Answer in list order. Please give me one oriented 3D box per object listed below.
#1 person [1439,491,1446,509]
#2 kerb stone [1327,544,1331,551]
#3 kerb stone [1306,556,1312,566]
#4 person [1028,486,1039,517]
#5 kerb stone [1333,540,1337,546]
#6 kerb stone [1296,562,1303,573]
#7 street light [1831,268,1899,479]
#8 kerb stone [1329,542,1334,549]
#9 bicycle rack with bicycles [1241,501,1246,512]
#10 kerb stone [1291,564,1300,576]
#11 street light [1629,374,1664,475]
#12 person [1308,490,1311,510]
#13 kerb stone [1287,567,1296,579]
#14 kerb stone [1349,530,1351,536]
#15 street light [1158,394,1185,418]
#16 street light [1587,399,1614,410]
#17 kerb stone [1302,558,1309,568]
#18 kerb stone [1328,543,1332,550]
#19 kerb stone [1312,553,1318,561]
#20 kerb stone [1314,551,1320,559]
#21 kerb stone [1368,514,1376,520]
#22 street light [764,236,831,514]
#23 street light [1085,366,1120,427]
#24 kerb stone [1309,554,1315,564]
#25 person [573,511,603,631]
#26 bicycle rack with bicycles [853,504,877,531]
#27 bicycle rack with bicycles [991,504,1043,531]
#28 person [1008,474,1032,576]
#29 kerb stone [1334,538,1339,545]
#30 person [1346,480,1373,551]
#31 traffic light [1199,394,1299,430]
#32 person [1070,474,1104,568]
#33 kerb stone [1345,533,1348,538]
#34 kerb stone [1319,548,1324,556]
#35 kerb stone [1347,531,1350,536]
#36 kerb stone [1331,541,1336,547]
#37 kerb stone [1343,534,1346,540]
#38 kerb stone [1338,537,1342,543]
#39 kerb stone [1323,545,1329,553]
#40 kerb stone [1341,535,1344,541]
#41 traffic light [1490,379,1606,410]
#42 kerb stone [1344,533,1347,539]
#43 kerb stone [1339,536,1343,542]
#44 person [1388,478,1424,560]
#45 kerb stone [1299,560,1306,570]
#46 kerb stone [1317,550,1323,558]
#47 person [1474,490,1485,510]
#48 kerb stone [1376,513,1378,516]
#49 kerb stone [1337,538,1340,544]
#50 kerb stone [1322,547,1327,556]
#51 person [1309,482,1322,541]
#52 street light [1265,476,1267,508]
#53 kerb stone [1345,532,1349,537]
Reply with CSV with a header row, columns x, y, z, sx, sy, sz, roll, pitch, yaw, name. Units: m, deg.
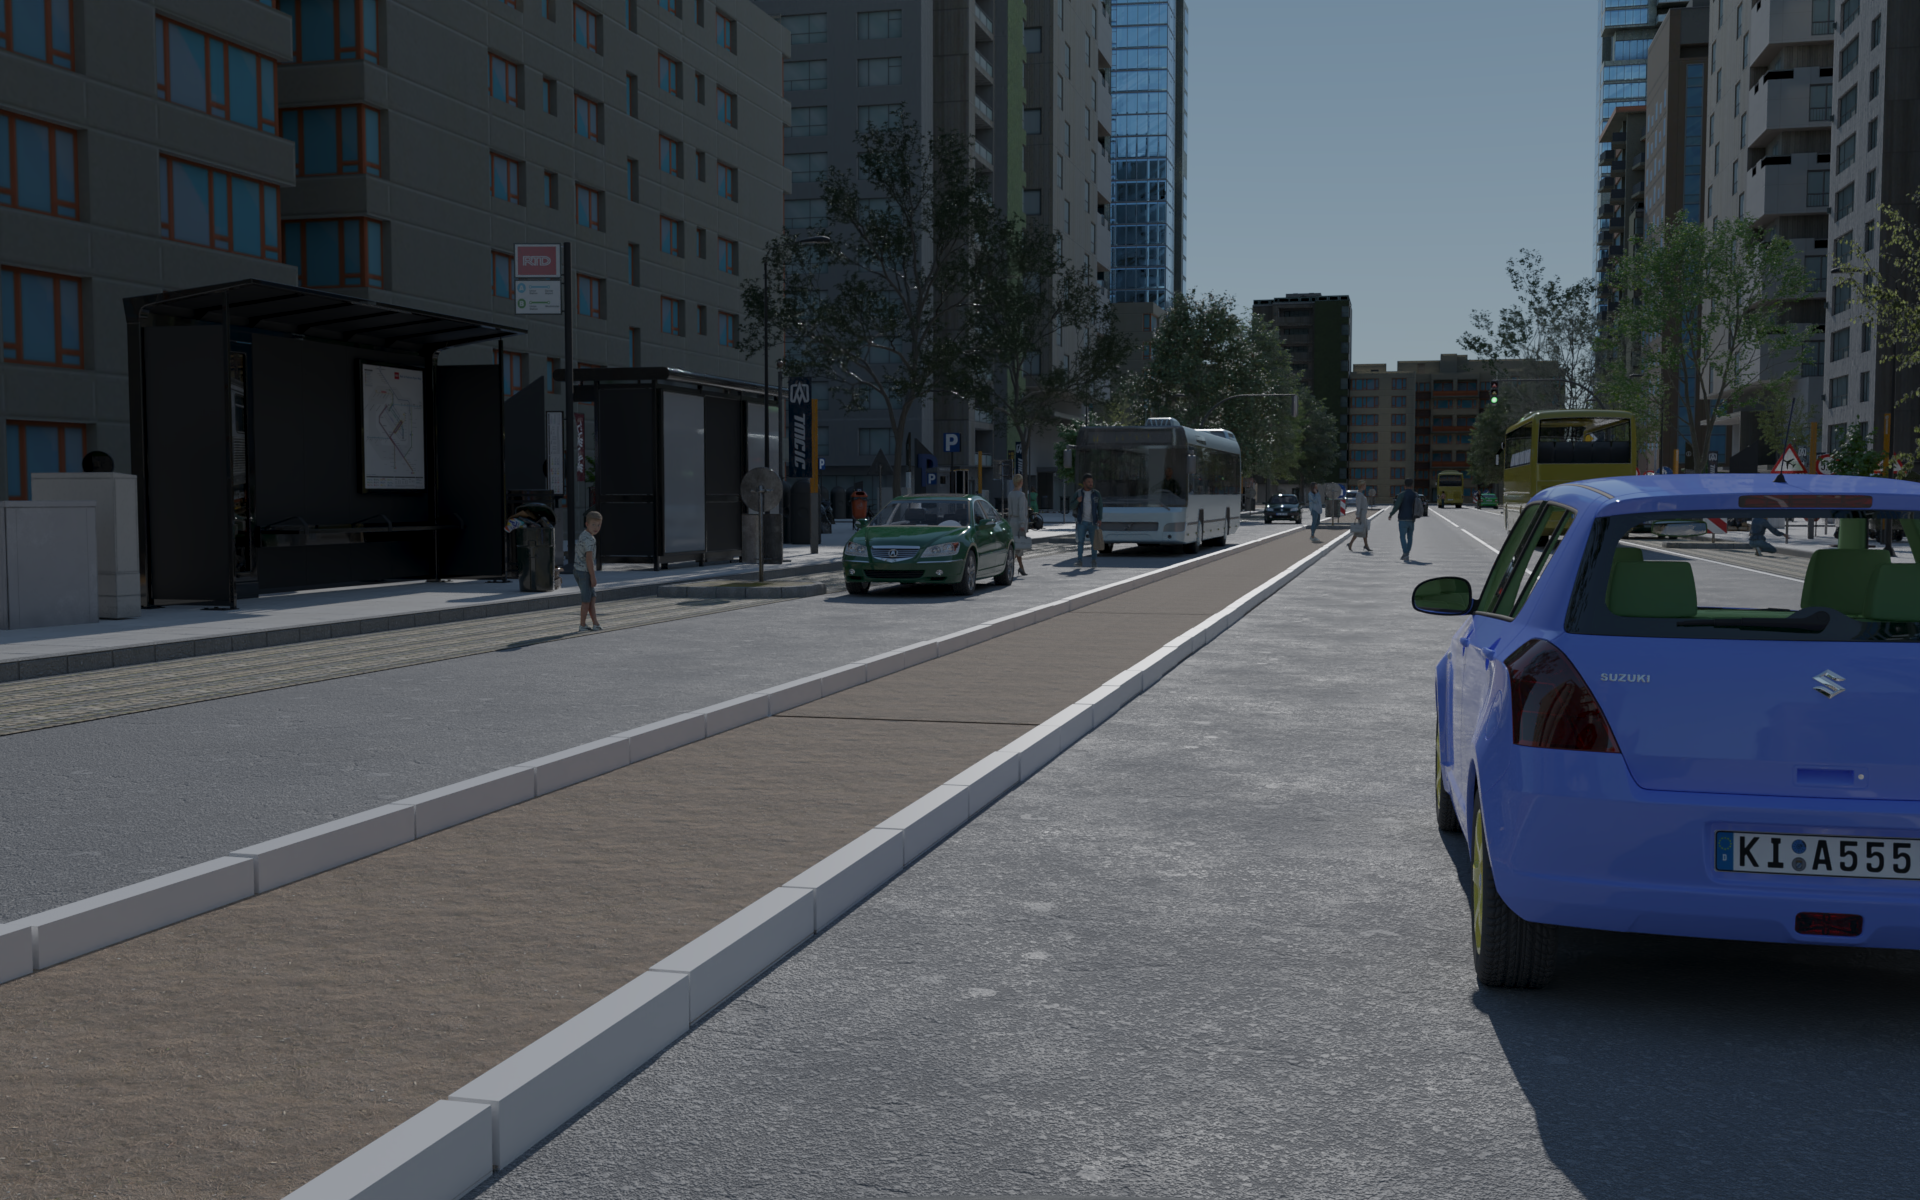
x,y,z,sx,sy,sz,roll,pitch,yaw,name
46.817,-9.720,168.126,0.721,1.736,1.217,3,5,44,person
8.832,-1.197,41.890,0.120,0.150,1.000,1,4,14,kerb stone
6.770,-0.717,33.945,0.120,0.150,1.000,1,4,14,kerb stone
3.260,-4.226,77.848,0.600,1.795,0.529,-1,4,-19,person
9.845,-1.447,45.871,0.120,0.150,1.000,1,4,14,kerb stone
5.999,-0.536,30.962,0.120,0.150,1.000,1,4,14,kerb stone
18.533,-3.852,35.517,1.470,5.913,1.316,1,4,14,street light
9.332,-1.321,43.883,0.120,0.150,1.000,1,4,14,kerb stone
19.816,-6.857,125.488,2.852,0.926,2.925,-3,5,-40,bicycle rack with bicycles
5.745,-0.475,29.962,0.120,0.150,1.000,1,4,14,kerb stone
26.616,-5.786,67.135,1.470,5.913,1.316,1,4,14,street light
30.859,-8.781,152.095,0.660,1.820,0.620,2,4,32,person
5.489,-0.407,28.964,0.120,0.150,1.000,1,4,14,kerb stone
12.666,-2.116,56.791,0.120,0.150,1.000,1,4,14,kerb stone
9.782,-6.620,80.770,1.470,5.913,1.316,1,4,14,street light
31.228,-6.844,84.441,1.470,5.913,1.316,1,4,14,street light
6.508,-0.658,32.948,0.120,0.150,1.000,1,4,14,kerb stone
9.075,-1.266,42.892,0.120,0.150,1.000,1,4,14,kerb stone
7.284,-0.839,35.926,0.120,0.150,1.000,1,4,14,kerb stone
7.536,-0.892,36.917,0.120,0.150,1.000,1,4,14,kerb stone
23.565,-4.697,99.034,0.120,0.150,1.000,1,4,14,kerb stone
-3.009,-3.604,31.468,1.470,5.913,1.316,1,4,14,street light
5.132,-5.538,63.093,1.470,5.913,1.316,1,4,14,street light
7.029,-0.778,34.937,0.120,0.150,1.000,1,4,14,kerb stone
-3.866,-0.298,18.052,0.352,1.250,0.332,1,4,17,person
-2.758,-2.946,61.551,2.852,0.926,2.925,3,5,39,bicycle rack with bicycles
1.453,-2.878,60.440,2.925,0.926,2.852,0,4,1,bicycle rack with bicycles
0.960,-1.307,30.222,0.624,1.780,0.694,-1,4,-22,person
10.100,-1.509,46.860,0.120,0.150,1.000,1,4,14,kerb stone
10.017,-2.113,43.393,0.624,1.780,0.694,2,4,28,person
13.044,-6.403,79.353,4.771,5.953,1.251,1,4,14,traffic light
2.503,-1.522,33.367,0.794,1.824,0.713,1,4,22,person
11.889,-1.931,53.803,0.120,0.150,1.000,1,4,14,kerb stone
8.045,-1.017,38.913,0.120,0.150,1.000,1,4,14,kerb stone
12.411,-2.055,55.793,0.120,0.150,1.000,1,4,14,kerb stone
9.592,-1.384,44.872,0.120,0.150,1.000,1,4,14,kerb stone
11.389,-1.811,51.811,0.120,0.150,1.000,1,4,14,kerb stone
10.614,-1.628,48.844,0.120,0.150,1.000,1,4,14,kerb stone
8.568,-1.144,40.900,0.120,0.150,1.000,1,4,14,kerb stone
11.127,-1.749,50.823,0.120,0.150,1.000,1,4,14,kerb stone
23.335,-5.727,68.297,4.771,5.953,1.251,1,4,14,traffic light
11.635,-1.872,52.803,0.120,0.150,1.000,1,4,14,kerb stone
10.862,-1.688,49.836,0.120,0.150,1.000,1,4,14,kerb stone
9.787,-1.776,37.891,0.623,1.781,0.721,-2,4,-25,person
6.256,-0.597,31.955,0.120,0.150,1.000,1,4,14,kerb stone
7.798,-0.957,37.921,0.120,0.150,1.000,1,4,14,kerb stone
46.955,-9.018,156.458,1.217,1.766,0.721,-1,4,-15,person
25.100,-5.064,104.995,0.120,0.150,1.000,1,4,14,kerb stone
10.353,-1.567,47.856,0.120,0.150,1.000,1,4,14,kerb stone
8.317,-1.083,39.901,0.120,0.150,1.000,1,4,14,kerb stone
10.865,-2.710,53.071,0.793,1.790,0.793,0,4,0,person
26.083,-10.504,144.281,1.470,5.913,1.316,1,4,14,street light
12.158,-1.991,54.803,0.120,0.150,1.000,1,4,14,kerb stone
